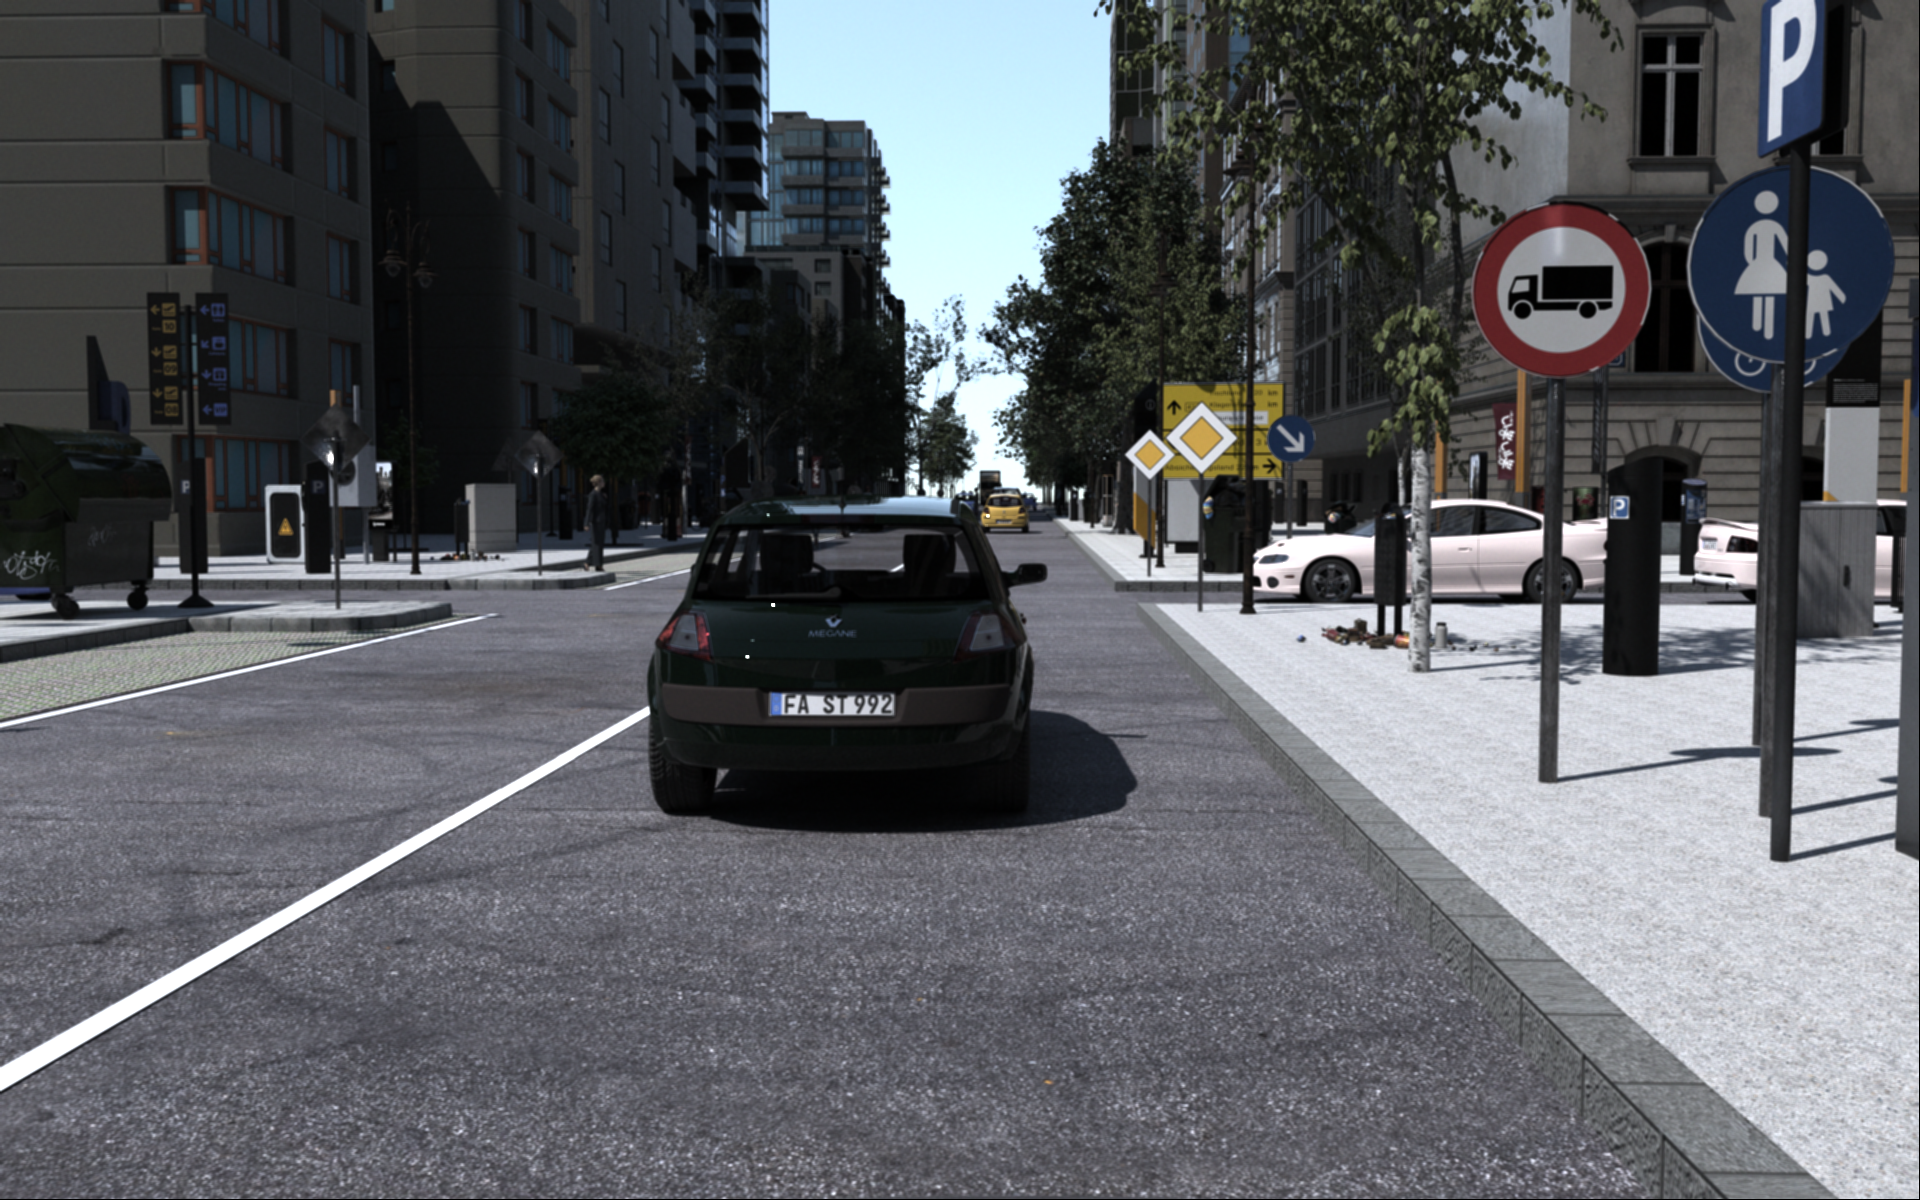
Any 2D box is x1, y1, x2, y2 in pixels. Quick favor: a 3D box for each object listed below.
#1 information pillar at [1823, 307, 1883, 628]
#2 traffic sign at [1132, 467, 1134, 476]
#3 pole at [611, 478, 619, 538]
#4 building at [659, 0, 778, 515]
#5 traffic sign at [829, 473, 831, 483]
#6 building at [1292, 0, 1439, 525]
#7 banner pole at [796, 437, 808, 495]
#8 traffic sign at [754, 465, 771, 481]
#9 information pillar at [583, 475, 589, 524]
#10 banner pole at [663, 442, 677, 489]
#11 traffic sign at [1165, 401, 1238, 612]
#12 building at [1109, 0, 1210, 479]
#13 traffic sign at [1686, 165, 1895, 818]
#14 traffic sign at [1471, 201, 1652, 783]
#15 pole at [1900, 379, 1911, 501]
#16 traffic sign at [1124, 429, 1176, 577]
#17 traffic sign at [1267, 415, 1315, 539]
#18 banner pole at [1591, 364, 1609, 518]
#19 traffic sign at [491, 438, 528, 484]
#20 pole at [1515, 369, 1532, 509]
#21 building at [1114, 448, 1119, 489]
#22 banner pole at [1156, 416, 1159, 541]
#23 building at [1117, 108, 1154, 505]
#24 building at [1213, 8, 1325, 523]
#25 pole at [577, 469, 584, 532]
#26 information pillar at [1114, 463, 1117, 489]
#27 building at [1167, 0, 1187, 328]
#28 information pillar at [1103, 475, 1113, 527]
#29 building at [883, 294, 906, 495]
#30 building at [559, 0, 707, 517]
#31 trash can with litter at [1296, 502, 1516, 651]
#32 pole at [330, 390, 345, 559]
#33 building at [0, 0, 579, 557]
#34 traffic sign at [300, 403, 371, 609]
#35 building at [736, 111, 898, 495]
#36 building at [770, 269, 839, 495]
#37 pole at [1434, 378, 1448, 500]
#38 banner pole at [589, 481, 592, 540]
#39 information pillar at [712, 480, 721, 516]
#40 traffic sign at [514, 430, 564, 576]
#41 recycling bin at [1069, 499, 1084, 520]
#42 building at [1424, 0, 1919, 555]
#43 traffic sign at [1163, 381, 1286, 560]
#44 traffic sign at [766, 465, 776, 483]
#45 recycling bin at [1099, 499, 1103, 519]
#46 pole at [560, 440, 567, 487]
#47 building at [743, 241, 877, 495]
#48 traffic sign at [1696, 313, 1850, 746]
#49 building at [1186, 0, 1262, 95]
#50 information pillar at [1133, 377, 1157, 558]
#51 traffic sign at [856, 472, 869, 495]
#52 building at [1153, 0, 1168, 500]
[{"bbox_3d":[8.540,-1.541,16.555,0.504,3.616,0.183,0,4,2],"label":"information pillar"},{"bbox_3d":[7.108,-4.131,67.654,0.768,2.556,0.104,1,4,9],"label":"traffic sign"},{"bbox_3d":[-10.165,-3.491,50.923,0.158,3.312,0.155,0,3,0],"label":"pole"},{"bbox_3d":[-23.910,-49.176,116.694,22.319,86.520,31.000,0,4,2],"label":"building"},{"bbox_3d":[-7.631,-5.967,97.671,0.768,2.556,0.104,0,4,3],"label":"traffic sign"},{"bbox_3d":[21.059,-16.541,63.949,14.314,27.812,24.014,0,4,2],"label":"building"},{"bbox_3d":[-6.924,-5.290,76.511,0.863,3.779,0.401,3,5,41],"label":"banner pole"},{"bbox_3d":[-8.728,-4.675,76.548,0.768,2.556,0.104,1,4,9],"label":"traffic sign"},{"bbox_3d":[-13.452,-3.511,61.903,0.304,2.012,0.304,1,4,9],"label":"information pillar"},{"bbox_3d":[-13.861,-5.697,83.164,0.863,3.779,0.401,1,4,15],"label":"banner pole"},{"bbox_3d":[2.616,-0.929,18.826,0.795,2.450,0.064,0,4,2],"label":"traffic sign"},{"bbox_3d":[29.914,-49.593,249.097,20.563,71.187,20.611,0,4,2],"label":"building"},{"bbox_3d":[3.224,-0.410,6.815,0.768,2.556,0.104,0,4,7],"label":"traffic sign"},{"bbox_3d":[2.622,-0.461,7.644,0.768,2.556,0.104,0,4,5],"label":"traffic sign"},{"bbox_3d":[16.898,-2.265,30.877,0.158,3.312,0.155,0,3,0],"label":"pole"},{"bbox_3d":[2.931,-1.417,26.805,0.795,2.450,0.064,0,4,2],"label":"traffic sign"},{"bbox_3d":[5.330,-1.704,27.969,0.768,2.556,0.104,0,4,5],"label":"traffic sign"},{"bbox_3d":[10.013,-2.269,27.108,0.401,3.779,0.863,3,4,37],"label":"banner pole"},{"bbox_3d":[-10.352,-2.433,39.791,0.884,2.594,0.081,1,4,8],"label":"traffic sign"},{"bbox_3d":[8.612,-1.997,26.493,0.158,3.312,0.155,0,3,0],"label":"pole"},{"bbox_3d":[31.210,-36.957,223.852,23.786,49.044,30.456,0,4,2],"label":"building"},{"bbox_3d":[5.422,-3.518,47.536,0.401,3.779,0.863,-2,4,-26],"label":"banner pole"},{"bbox_3d":[25.542,-33.723,201.487,14.600,45.320,14.200,0,4,2],"label":"building"},{"bbox_3d":[20.435,-17.827,88.738,12.463,27.353,25.104,0,4,2],"label":"building"},{"bbox_3d":[-12.954,-3.986,59.018,0.158,3.312,0.155,0,3,0],"label":"pole"},{"bbox_3d":[9.030,-6.762,101.921,0.183,3.616,0.504,-2,4,-33],"label":"information pillar"},{"bbox_3d":[22.789,-27.518,133.511,14.154,41.232,14.086,0,4,2],"label":"building"},{"bbox_3d":[5.764,-3.853,67.487,0.304,2.012,0.304,-2,4,-25],"label":"information pillar"},{"bbox_3d":[-15.230,-29.086,247.249,14.160,30.474,14.107,0,4,2],"label":"building"},{"bbox_3d":[-28.768,-30.481,87.597,28.713,52.752,27.495,0,4,2],"label":"building"},{"bbox_3d":[3.753,-0.249,15.134,1.678,1.210,2.233,0,4,-2],"label":"trash can with litter"},{"bbox_3d":[-12.233,-2.459,34.042,0.158,3.312,0.155,0,3,0],"label":"pole"},{"bbox_3d":[-28.318,-12.510,49.576,27.650,21.520,28.899,0,4,2],"label":"building"},{"bbox_3d":[-6.920,-0.953,19.221,0.795,2.450,0.064,0,4,2],"label":"traffic sign"},{"bbox_3d":[-20.543,-36.961,223.917,23.786,49.044,30.456,0,4,2],"label":"building"},{"bbox_3d":[-25.736,-18.570,148.666,27.650,21.520,28.899,0,4,2],"label":"building"},{"bbox_3d":[8.495,-2.247,30.580,0.158,3.312,0.155,0,3,0],"label":"pole"},{"bbox_3d":[-10.258,-3.575,48.466,0.401,3.779,0.863,-2,4,-28],"label":"banner pole"},{"bbox_3d":[-12.578,-5.196,89.439,0.304,2.012,0.304,3,5,39],"label":"information pillar"},{"bbox_3d":[-6.605,-1.441,27.200,0.795,2.450,0.064,0,4,2],"label":"traffic sign"},{"bbox_3d":[5.743,-4.413,84.699,0.722,1.027,0.722,-1,4,-9],"label":"recycling bin"},{"bbox_3d":[29.628,-13.515,40.060,34.723,24.649,14.460,0,4,2],"label":"building"},{"bbox_3d":[4.746,-2.297,31.433,2.265,3.308,0.079,1,4,12],"label":"traffic sign"},{"bbox_3d":[-8.541,-4.698,76.916,0.768,2.556,0.104,0,4,6],"label":"traffic sign"},{"bbox_3d":[7.105,-4.629,88.244,0.722,1.027,0.722,-3,5,-41],"label":"recycling bin"},{"bbox_3d":[-11.688,-3.501,51.087,0.158,3.312,0.155,0,3,0],"label":"pole"},{"bbox_3d":[-17.300,-26.324,202.100,14.160,30.474,14.107,0,4,2],"label":"building"},{"bbox_3d":[4.089,-0.530,8.766,0.768,2.556,0.104,0,4,6],"label":"traffic sign"},{"bbox_3d":[23.066,-28.693,119.248,14.600,45.320,14.200,0,4,2],"label":"building"},{"bbox_3d":[3.722,-2.652,34.712,0.504,3.616,0.183,-2,4,-24],"label":"information pillar"},{"bbox_3d":[-5.755,-6.239,102.118,0.768,2.556,0.104,0,4,7],"label":"traffic sign"},{"bbox_3d":[27.729,-37.431,154.000,21.231,58.520,28.212,0,4,2],"label":"building"}]
